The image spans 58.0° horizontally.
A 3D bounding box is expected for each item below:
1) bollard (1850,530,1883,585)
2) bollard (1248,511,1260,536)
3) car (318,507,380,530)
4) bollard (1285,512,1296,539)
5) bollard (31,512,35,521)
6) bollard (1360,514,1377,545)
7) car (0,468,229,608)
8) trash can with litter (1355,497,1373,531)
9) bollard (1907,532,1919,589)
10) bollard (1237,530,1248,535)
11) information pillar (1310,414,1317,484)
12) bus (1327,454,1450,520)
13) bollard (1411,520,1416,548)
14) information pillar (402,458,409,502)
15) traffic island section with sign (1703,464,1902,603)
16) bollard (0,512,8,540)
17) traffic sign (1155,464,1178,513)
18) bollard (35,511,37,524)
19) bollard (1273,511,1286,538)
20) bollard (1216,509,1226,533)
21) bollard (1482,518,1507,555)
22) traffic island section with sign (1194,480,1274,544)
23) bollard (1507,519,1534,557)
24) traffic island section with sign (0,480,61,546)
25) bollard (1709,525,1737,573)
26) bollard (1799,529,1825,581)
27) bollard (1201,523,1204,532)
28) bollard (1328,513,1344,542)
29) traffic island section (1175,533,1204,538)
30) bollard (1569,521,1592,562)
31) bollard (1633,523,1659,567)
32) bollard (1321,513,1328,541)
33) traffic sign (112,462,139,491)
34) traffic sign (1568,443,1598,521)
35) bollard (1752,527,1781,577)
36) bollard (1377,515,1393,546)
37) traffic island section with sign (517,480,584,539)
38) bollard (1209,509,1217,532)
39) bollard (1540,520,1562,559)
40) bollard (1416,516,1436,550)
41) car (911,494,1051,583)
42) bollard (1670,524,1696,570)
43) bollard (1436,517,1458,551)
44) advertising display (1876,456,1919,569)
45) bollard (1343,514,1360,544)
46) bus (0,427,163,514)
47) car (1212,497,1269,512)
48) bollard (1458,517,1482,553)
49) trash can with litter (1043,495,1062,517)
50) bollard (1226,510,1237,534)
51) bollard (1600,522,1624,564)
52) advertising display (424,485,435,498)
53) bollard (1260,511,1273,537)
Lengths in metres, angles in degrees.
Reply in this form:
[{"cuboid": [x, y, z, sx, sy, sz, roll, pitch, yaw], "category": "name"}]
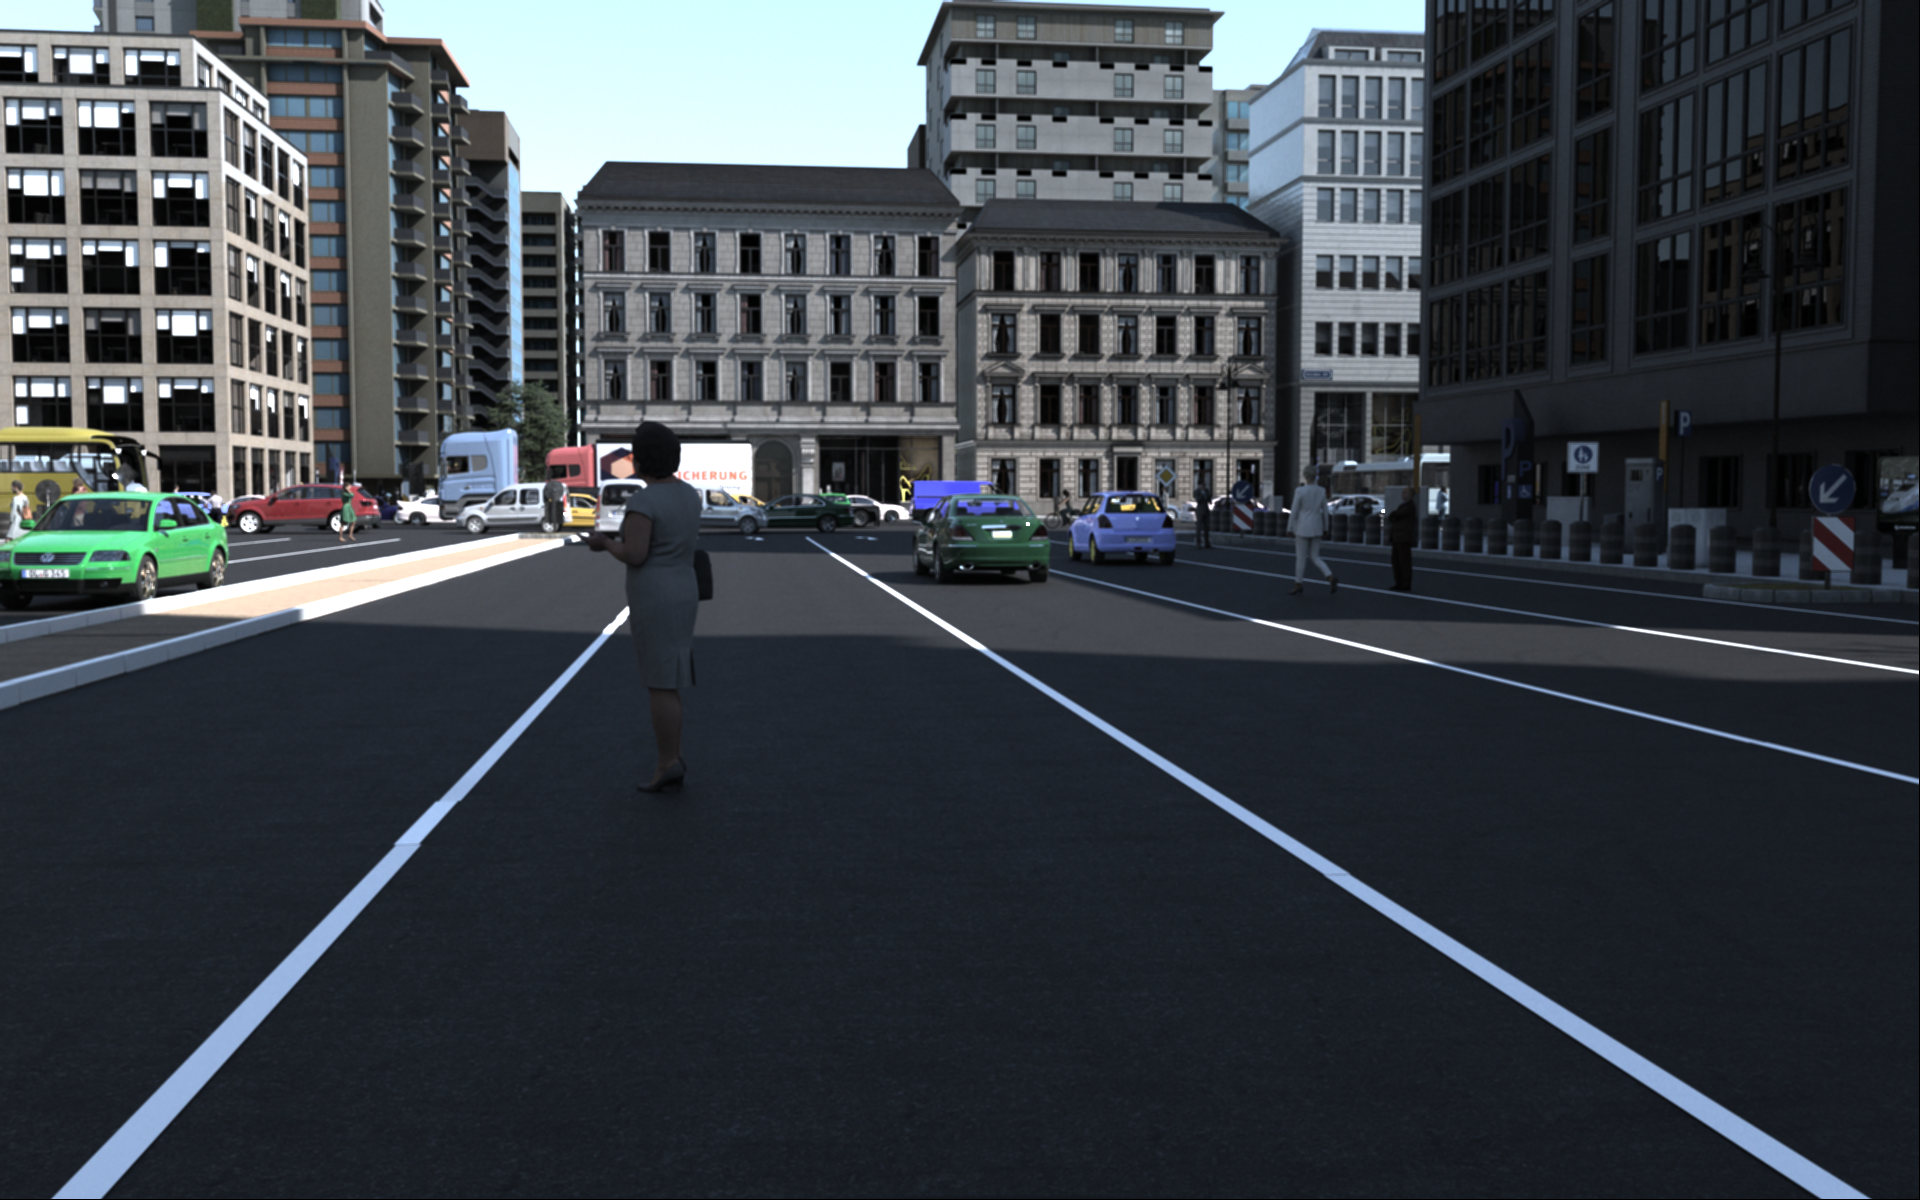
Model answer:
[{"cuboid": [12.900, -0.607, 24.647, 0.404, 0.777, 0.398, 0, 3, 0], "category": "bollard"}, {"cuboid": [9.223, -2.364, 53.372, 0.404, 0.777, 0.398, 0, 3, 0], "category": "bollard"}, {"cuboid": [-24.871, -3.596, 70.588, 2.131, 1.459, 4.920, -1, 4, -8], "category": "car"}, {"cuboid": [9.684, -2.144, 49.766, 0.404, 0.777, 0.398, 0, 3, 0], "category": "bollard"}, {"cuboid": [-27.214, -2.172, 50.225, 0.404, 0.777, 0.398, 0, 3, 0], "category": "bollard"}, {"cuboid": [10.451, -1.779, 43.796, 0.404, 0.777, 0.398, 0, 3, 0], "category": "bollard"}, {"cuboid": [-11.279, -0.880, 23.188, 1.959, 1.807, 4.718, 0, 4, -6], "category": "car"}, {"cuboid": [13.552, -2.924, 59.201, 1.055, 1.170, 0.624, 2, 4, 34], "category": "trash can with litter"}, {"cuboid": [13.055, -0.534, 23.445, 0.404, 0.777, 0.398, 0, 3, 0], "category": "bollard"}, {"cuboid": [9.065, -2.438, 54.570, 0.404, 0.777, 0.398, 0, 3, 0], "category": "bollard"}, {"cuboid": [10.346, -3.632, 50.732, 0.183, 3.616, 0.504, 0, 4, -3], "category": "information pillar"}, {"cuboid": [21.444, -5.574, 86.003, 2.948, 3.499, 13.247, 0, 4, -7], "category": "bus"}, {"cuboid": [10.753, -1.632, 41.405, 0.404, 0.777, 0.398, 0, 3, 0], "category": "bollard"}, {"cuboid": [-36.420, -7.492, 113.847, 0.183, 3.616, 0.504, 3, 4, 37], "category": "information pillar"}, {"cuboid": [11.388, -0.926, 23.770, 1.989, 1.847, 2.006, 0, 4, -7], "category": "traffic island section with sign"}, {"cuboid": [-27.058, -2.098, 49.026, 0.404, 0.777, 0.398, 0, 3, 0], "category": "bollard"}, {"cuboid": [6.926, -3.341, 58.272, 0.795, 2.450, 0.064, 0, 4, -7], "category": "traffic sign"}, {"cuboid": [-27.364, -2.245, 51.426, 0.404, 0.777, 0.398, 0, 3, 0], "category": "bollard"}, {"cuboid": [9.532, -2.217, 50.968, 0.404, 0.777, 0.398, 0, 3, 0], "category": "bollard"}, {"cuboid": [8.759, -2.585, 56.985, 0.404, 0.777, 0.398, 0, 3, 0], "category": "bollard"}, {"cuboid": [11.367, -1.339, 36.613, 0.404, 0.777, 0.398, 0, 3, 0], "category": "bollard"}, {"cuboid": [7.936, -2.568, 50.619, 1.989, 1.847, 2.006, 0, 4, -7], "category": "traffic island section with sign"}, {"cuboid": [11.523, -1.266, 35.412, 0.404, 0.777, 0.398, 0, 3, 0], "category": "bollard"}, {"cuboid": [-24.816, -2.335, 46.806, 1.989, 1.847, 2.006, 0, 4, -7], "category": "traffic island section with sign"}, {"cuboid": [12.441, -0.827, 28.245, 0.404, 0.777, 0.398, 0, 3, 0], "category": "bollard"}, {"cuboid": [12.747, -0.680, 25.839, 0.404, 0.777, 0.398, 0, 3, 0], "category": "bollard"}, {"cuboid": [8.452, -2.731, 59.371, 0.404, 0.777, 0.398, 0, 3, 0], "category": "bollard"}, {"cuboid": [10.142, -1.925, 46.190, 0.404, 0.777, 0.398, 0, 3, 0], "category": "bollard"}, {"cuboid": [6.948, -2.206, 58.353, 2.009, 0.180, 2.903, 0, 4, -7], "category": "traffic island section"}, {"cuboid": [11.829, -1.120, 33.028, 0.404, 0.777, 0.398, 0, 3, 0], "category": "bollard"}, {"cuboid": [12.134, -0.974, 30.636, 0.404, 0.777, 0.398, 0, 3, 0], "category": "bollard"}, {"cuboid": [9.985, -1.998, 47.381, 0.404, 0.777, 0.398, 0, 3, 0], "category": "bollard"}, {"cuboid": [-26.052, -3.085, 54.083, 0.795, 2.450, 0.064, 0, 4, -7], "category": "traffic sign"}, {"cuboid": [12.265, -1.960, 34.175, 0.606, 2.300, 0.079, 0, 3, 0], "category": "traffic sign"}, {"cuboid": [12.593, -0.753, 27.037, 0.404, 0.777, 0.398, 0, 3, 0], "category": "bollard"}, {"cuboid": [10.602, -1.706, 42.604, 0.404, 0.777, 0.398, 0, 3, 0], "category": "bollard"}, {"cuboid": [-13.194, -2.929, 56.022, 2.006, 1.907, 1.989, 0, 4, -7], "category": "traffic island section with sign"}, {"cuboid": [8.603, -2.658, 58.176, 0.404, 0.777, 0.398, 0, 3, 0], "category": "bollard"}, {"cuboid": [11.672, -1.193, 34.220, 0.404, 0.777, 0.398, 0, 3, 0], "category": "bollard"}, {"cuboid": [10.911, -1.559, 40.203, 0.404, 0.777, 0.398, 0, 3, 0], "category": "bollard"}, {"cuboid": [0.309, -1.078, 29.421, 2.131, 1.459, 4.920, -1, 4, -9], "category": "car"}, {"cuboid": [12.287, -0.900, 29.440, 0.404, 0.777, 0.398, 0, 3, 0], "category": "bollard"}, {"cuboid": [11.061, -1.486, 39.007, 0.404, 0.777, 0.398, 0, 3, 0], "category": "bollard"}, {"cuboid": [16.133, -1.486, 29.516, 0.123, 1.923, 0.974, -2, 4, -34], "category": "advertising display"}, {"cuboid": [10.293, -1.852, 44.998, 0.404, 0.777, 0.398, 0, 3, 0], "category": "bollard"}, {"cuboid": [-36.232, -4.420, 63.808, 12.252, 3.916, 2.896, 0, 4, -5], "category": "bus"}, {"cuboid": [11.315, -3.463, 69.208, 1.945, 1.354, 3.894, -1, 4, -9], "category": "car"}, {"cuboid": [11.214, -1.413, 37.815, 0.404, 0.777, 0.398, 0, 3, 0], "category": "bollard"}, {"cuboid": [5.238, -5.346, 98.459, 1.678, 1.210, 2.233, 2, 4, 27], "category": "trash can with litter"}, {"cuboid": [8.912, -2.512, 55.785, 0.404, 0.777, 0.398, 0, 3, 0], "category": "bollard"}, {"cuboid": [11.982, -1.047, 31.836, 0.404, 0.777, 0.398, 0, 3, 0], "category": "bollard"}, {"cuboid": [-36.441, -6.960, 119.015, 0.123, 1.923, 0.974, 2, 4, 25], "category": "advertising display"}, {"cuboid": [9.374, -2.291, 52.171, 0.404, 0.777, 0.398, 0, 3, 0], "category": "bollard"}]
